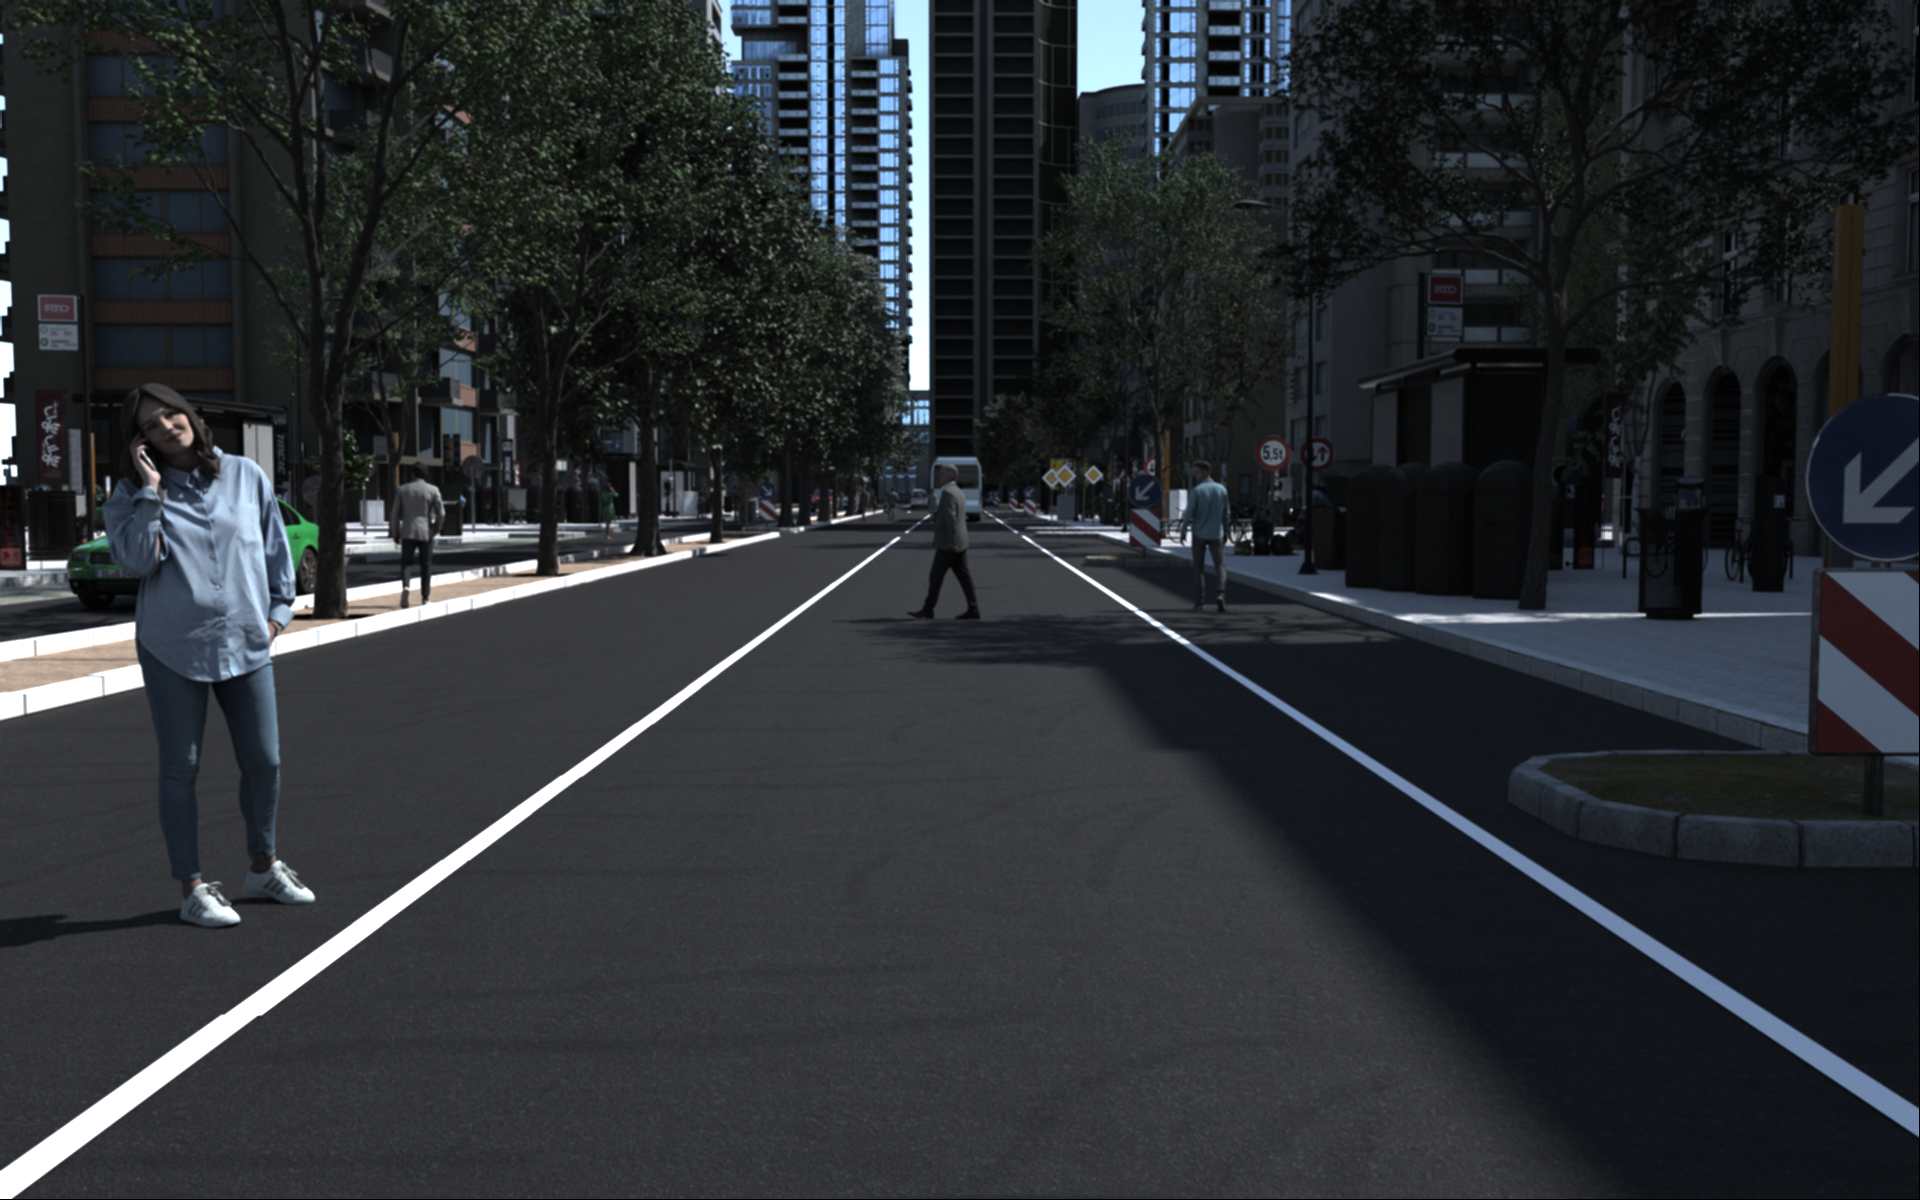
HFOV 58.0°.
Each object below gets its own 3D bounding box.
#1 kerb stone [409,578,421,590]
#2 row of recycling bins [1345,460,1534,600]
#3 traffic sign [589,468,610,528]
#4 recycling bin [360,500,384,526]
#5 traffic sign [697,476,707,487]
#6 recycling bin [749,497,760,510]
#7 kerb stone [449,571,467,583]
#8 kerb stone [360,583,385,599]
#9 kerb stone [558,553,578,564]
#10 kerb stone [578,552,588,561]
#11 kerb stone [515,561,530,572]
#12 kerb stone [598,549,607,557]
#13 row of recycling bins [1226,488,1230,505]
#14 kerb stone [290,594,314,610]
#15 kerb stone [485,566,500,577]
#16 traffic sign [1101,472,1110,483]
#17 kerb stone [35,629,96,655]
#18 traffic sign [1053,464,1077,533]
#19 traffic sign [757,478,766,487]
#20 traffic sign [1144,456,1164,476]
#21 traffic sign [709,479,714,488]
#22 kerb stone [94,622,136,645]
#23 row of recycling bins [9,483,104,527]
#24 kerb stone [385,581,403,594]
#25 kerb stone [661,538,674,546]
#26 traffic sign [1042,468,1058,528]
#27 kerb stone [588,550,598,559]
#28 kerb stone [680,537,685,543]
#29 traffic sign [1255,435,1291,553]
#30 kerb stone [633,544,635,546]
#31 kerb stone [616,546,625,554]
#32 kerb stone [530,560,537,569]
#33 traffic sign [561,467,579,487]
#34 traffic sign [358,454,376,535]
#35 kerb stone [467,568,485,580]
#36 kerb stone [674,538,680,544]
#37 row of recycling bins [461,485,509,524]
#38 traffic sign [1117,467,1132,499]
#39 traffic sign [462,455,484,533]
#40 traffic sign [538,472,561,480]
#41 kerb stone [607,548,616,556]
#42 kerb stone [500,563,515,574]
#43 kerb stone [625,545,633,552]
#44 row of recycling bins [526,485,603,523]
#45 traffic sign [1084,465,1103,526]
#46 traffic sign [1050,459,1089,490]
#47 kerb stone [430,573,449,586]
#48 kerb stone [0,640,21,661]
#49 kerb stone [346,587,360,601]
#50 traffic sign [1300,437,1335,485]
[{"bbox_3d":[-8.215,-0.233,26.012,0.120,0.150,1.000,0,3,0],"label":"kerb stone"},{"bbox_3d":[6.212,-0.946,22.573,1.069,1.692,3.534,-1,4,-21],"label":"row of recycling bins"},{"bbox_3d":[-13.625,-3.782,65.470,0.795,2.450,0.064,0,3,0],"label":"traffic sign"},{"bbox_3d":[-23.656,-3.494,69.687,0.722,1.027,0.722,-3,5,-42],"label":"recycling bin"},{"bbox_3d":[-17.822,-7.326,119.887,0.768,2.556,0.104,1,4,8],"label":"traffic sign"},{"bbox_3d":[-16.110,-7.527,135.615,0.722,1.027,0.722,-2,4,-25],"label":"recycling bin"},{"bbox_3d":[-8.224,-0.355,28.056,0.120,0.150,1.000,0,3,0],"label":"kerb stone"},{"bbox_3d":[-8.213,-0.108,23.964,0.120,0.150,1.000,0,3,0],"label":"kerb stone"},{"bbox_3d":[-8.230,-0.854,36.276,0.120,0.150,1.000,0,3,0],"label":"kerb stone"},{"bbox_3d":[-8.226,-0.924,37.302,0.120,0.150,1.000,0,3,0],"label":"kerb stone"},{"bbox_3d":[-8.225,-0.609,32.159,0.120,0.150,1.000,0,3,0],"label":"kerb stone"},{"bbox_3d":[-8.235,-1.049,39.346,0.120,0.150,1.000,0,3,0],"label":"kerb stone"},{"bbox_3d":[15.480,-5.894,103.482,1.069,1.692,3.534,1,4,19],"label":"row of recycling bins"},{"bbox_3d":[-8.231,0.017,21.920,0.120,0.150,1.000,0,3,0],"label":"kerb stone"},{"bbox_3d":[-8.230,-0.481,30.099,0.120,0.150,1.000,0,3,0],"label":"kerb stone"},{"bbox_3d":[8.222,-6.057,99.135,0.768,2.556,0.104,0,4,0],"label":"traffic sign"},{"bbox_3d":[-8.207,0.392,15.778,0.120,0.150,1.000,0,3,0],"label":"kerb stone"},{"bbox_3d":[3.476,-3.293,57.479,0.795,2.450,0.064,0,3,0],"label":"traffic sign"},{"bbox_3d":[-15.921,-8.479,138.743,0.768,2.556,0.104,0,4,2],"label":"traffic sign"},{"bbox_3d":[6.572,-3.560,58.318,0.768,2.556,0.104,0,4,7],"label":"traffic sign"},{"bbox_3d":[-16.720,-7.058,117.524,0.606,2.300,0.079,0,4,3],"label":"traffic sign"},{"bbox_3d":[-8.211,0.331,16.800,0.120,0.150,1.000,0,3,0],"label":"kerb stone"},{"bbox_3d":[-35.441,-3.709,67.758,3.534,1.692,1.069,-1,4,-22],"label":"row of recycling bins"},{"bbox_3d":[-8.215,-0.171,24.986,0.120,0.150,1.000,0,3,0],"label":"kerb stone"},{"bbox_3d":[-8.240,-1.613,48.563,0.120,0.150,1.000,0,3,0],"label":"kerb stone"},{"bbox_3d":[3.470,-3.781,65.464,0.795,2.450,0.064,0,3,0],"label":"traffic sign"},{"bbox_3d":[-8.233,-0.983,38.324,0.120,0.150,1.000,0,3,0],"label":"kerb stone"},{"bbox_3d":[-8.246,-1.738,50.613,0.120,0.150,1.000,0,3,0],"label":"kerb stone"},{"bbox_3d":[6.787,-2.294,37.611,0.768,2.556,0.104,1,4,9],"label":"traffic sign"},{"bbox_3d":[-8.230,-1.299,43.436,0.120,0.150,1.000,0,3,0],"label":"kerb stone"},{"bbox_3d":[-8.235,-1.170,41.391,0.120,0.150,1.000,0,3,0],"label":"kerb stone"},{"bbox_3d":[-8.232,-0.673,33.193,0.120,0.150,1.000,0,3,0],"label":"kerb stone"},{"bbox_3d":[-18.544,-5.037,82.356,0.884,2.594,0.081,0,4,0],"label":"traffic sign"},{"bbox_3d":[-18.750,-3.327,54.502,0.768,2.556,0.104,0,4,8],"label":"traffic sign"},{"bbox_3d":[-8.223,-0.417,29.078,0.120,0.150,1.000,0,3,0],"label":"kerb stone"},{"bbox_3d":[-8.242,-1.675,49.591,0.120,0.150,1.000,0,3,0],"label":"kerb stone"},{"bbox_3d":[-21.106,-4.170,75.288,1.069,1.692,3.534,2,4,31],"label":"row of recycling bins"},{"bbox_3d":[7.751,-5.012,81.947,0.884,2.594,0.081,0,4,1],"label":"traffic sign"},{"bbox_3d":[-16.022,-3.479,56.982,0.768,2.556,0.104,0,4,6],"label":"traffic sign"},{"bbox_3d":[-13.618,-3.293,57.485,0.795,2.450,0.064,0,3,0],"label":"traffic sign"},{"bbox_3d":[-8.235,-1.112,40.369,0.120,0.150,1.000,0,3,0],"label":"kerb stone"},{"bbox_3d":[-8.228,-0.540,31.137,0.120,0.150,1.000,0,3,0],"label":"kerb stone"},{"bbox_3d":[-8.235,-1.237,42.413,0.120,0.150,1.000,0,3,0],"label":"kerb stone"},{"bbox_3d":[-17.646,-4.306,77.516,3.534,1.692,1.069,-3,4,-36],"label":"row of recycling bins"},{"bbox_3d":[5.280,-4.118,68.522,0.795,2.450,0.064,0,4,4],"label":"traffic sign"},{"bbox_3d":[6.278,-6.452,99.361,2.265,3.308,0.079,0,4,5],"label":"traffic sign"},{"bbox_3d":[-8.226,-0.296,27.033,0.120,0.150,1.000,0,3,0],"label":"kerb stone"},{"bbox_3d":[-8.215,0.455,14.757,0.120,0.150,1.000,0,3,0],"label":"kerb stone"},{"bbox_3d":[-8.217,-0.046,22.942,0.120,0.150,1.000,0,3,0],"label":"kerb stone"},{"bbox_3d":[8.007,-2.372,38.881,0.768,2.556,0.104,0,4,6],"label":"traffic sign"}]
